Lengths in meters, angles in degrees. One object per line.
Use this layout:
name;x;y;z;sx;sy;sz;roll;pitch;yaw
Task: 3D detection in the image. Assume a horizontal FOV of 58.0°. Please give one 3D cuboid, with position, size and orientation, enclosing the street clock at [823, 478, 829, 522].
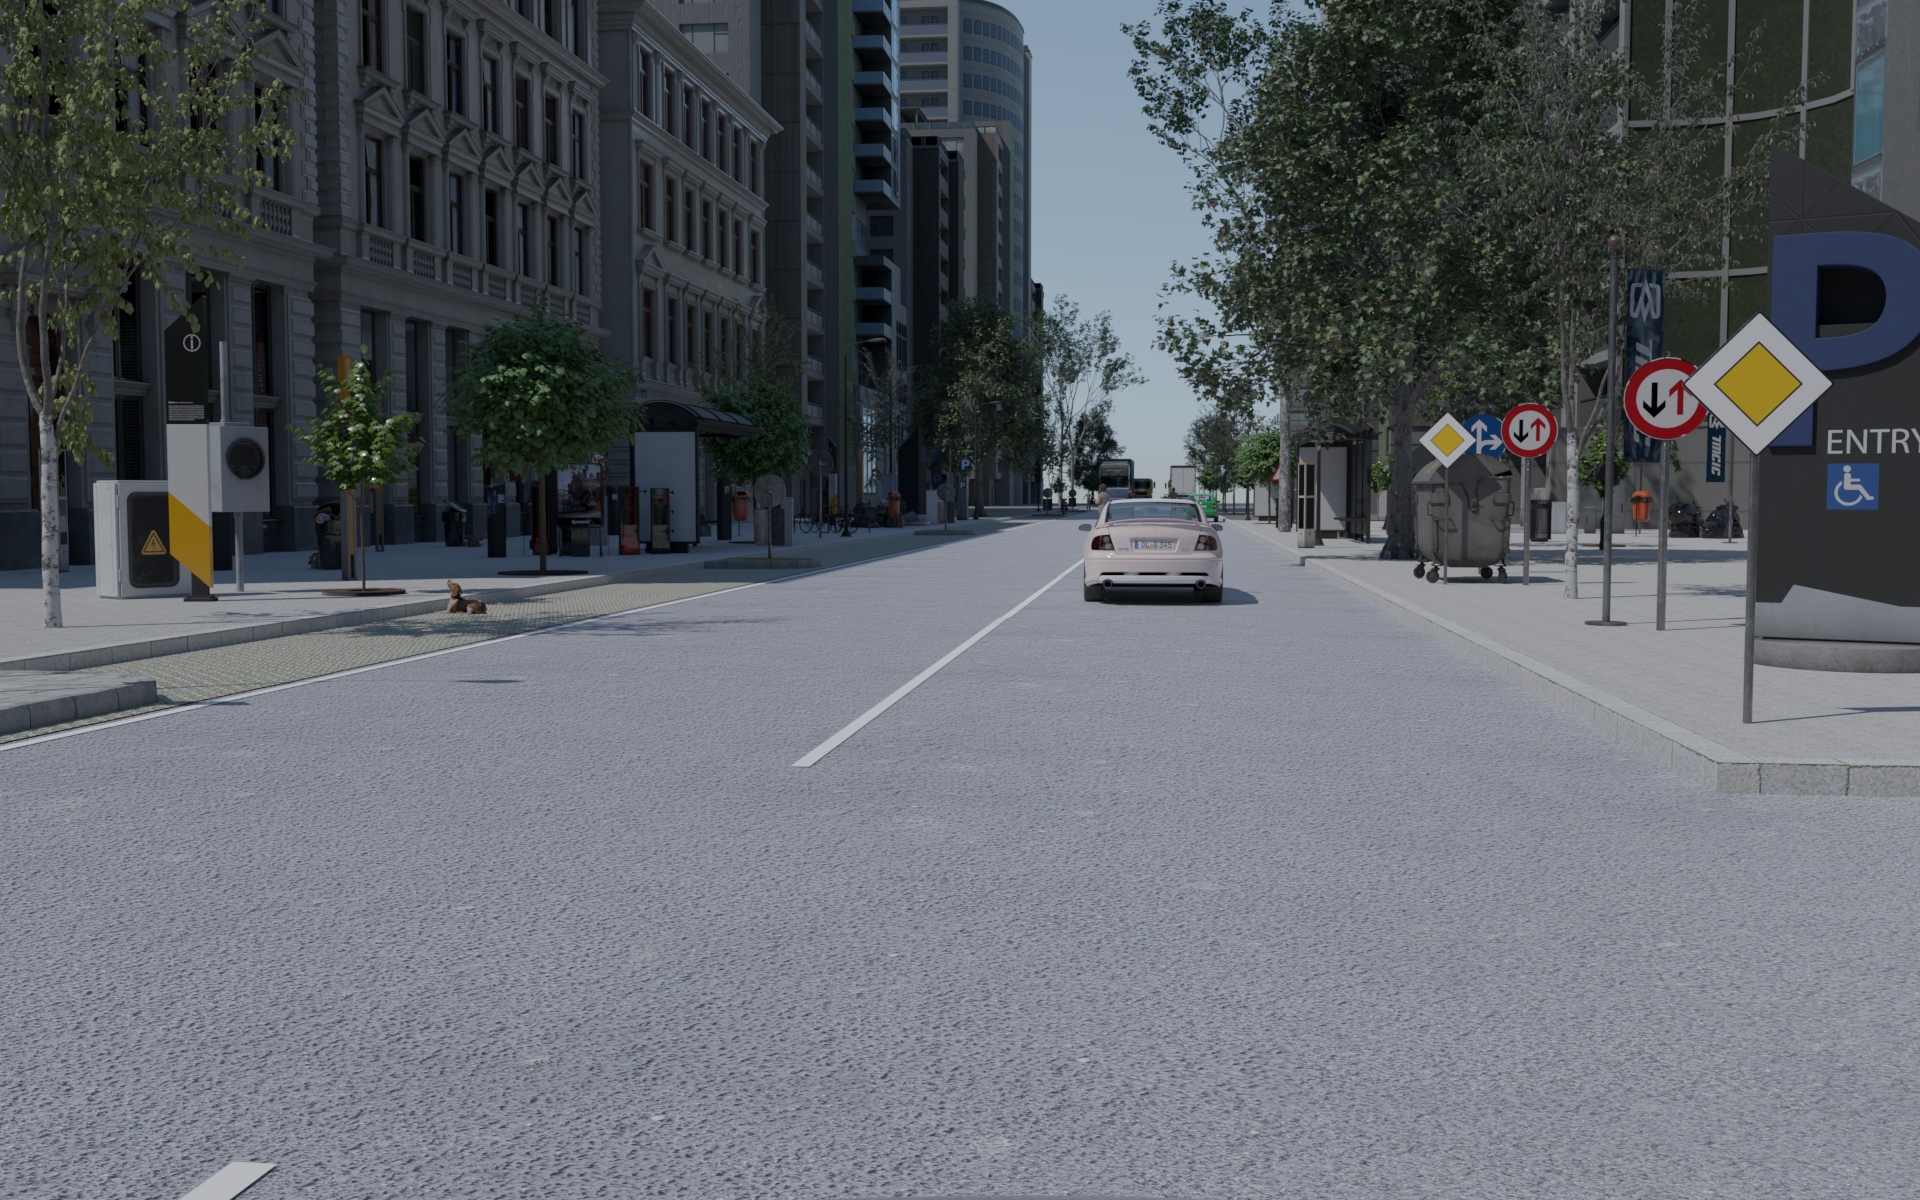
street clock;-5.988;-4.472;77.689;0.358;2.002;0.471;-1;4;-19

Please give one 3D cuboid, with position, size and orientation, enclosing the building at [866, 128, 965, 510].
building;-7.343;-22.548;140.359;14.160;30.474;14.107;0;4;7

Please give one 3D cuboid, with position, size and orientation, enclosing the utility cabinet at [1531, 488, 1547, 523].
utility cabinet;20.833;-3.289;62.451;0.318;1.500;1.173;0;4;3

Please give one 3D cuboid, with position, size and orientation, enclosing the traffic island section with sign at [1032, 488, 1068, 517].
traffic island section with sign;5.621;-6.200;109.999;1.989;1.847;2.006;0;4;7

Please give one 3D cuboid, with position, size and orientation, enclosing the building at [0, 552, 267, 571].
building;-20.484;-12.323;30.364;11.050;23.489;19.941;0;4;7

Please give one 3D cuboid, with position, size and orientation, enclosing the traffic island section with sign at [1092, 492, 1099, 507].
traffic island section with sign;15.692;-11.196;191.677;1.989;1.847;2.006;0;4;7

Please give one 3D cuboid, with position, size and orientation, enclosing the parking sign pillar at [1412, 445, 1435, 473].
parking sign pillar;21.679;-5.685;81.422;1.447;3.967;1.447;3;5;40

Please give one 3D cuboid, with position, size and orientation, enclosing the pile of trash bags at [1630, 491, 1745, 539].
pile of trash bags;21.412;-2.535;51.206;1.912;1.369;3.447;-3;4;-36

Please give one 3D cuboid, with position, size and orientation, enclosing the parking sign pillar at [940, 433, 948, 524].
parking sign pillar;-1.001;-5.347;75.887;1.447;3.967;1.447;0;4;-1

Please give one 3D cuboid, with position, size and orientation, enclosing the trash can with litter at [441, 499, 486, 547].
trash can with litter;-12.079;-1.885;42.204;1.055;1.170;0.624;1;4;10

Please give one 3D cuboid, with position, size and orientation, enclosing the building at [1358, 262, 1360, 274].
building;33.232;-20.998;115.010;14.160;30.474;14.107;0;4;7

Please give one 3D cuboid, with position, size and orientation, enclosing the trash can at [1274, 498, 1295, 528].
trash can;11.689;-3.107;62.458;0.748;1.137;0.748;0;3;0

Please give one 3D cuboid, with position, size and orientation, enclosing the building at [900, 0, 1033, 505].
building;-3.097;-40.669;206.929;21.231;58.520;28.212;0;4;7

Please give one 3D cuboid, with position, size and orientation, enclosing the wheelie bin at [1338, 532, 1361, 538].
wheelie bin;11.442;-2.620;50.749;0.693;1.594;0.980;-2;4;-26

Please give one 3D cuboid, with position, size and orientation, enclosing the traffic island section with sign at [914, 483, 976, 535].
traffic island section with sign;-0.483;-3.175;60.542;1.989;1.847;2.006;0;4;7

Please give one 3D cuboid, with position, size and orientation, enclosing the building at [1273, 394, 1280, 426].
building;52.388;-36.986;224.331;23.786;49.044;30.456;0;4;7

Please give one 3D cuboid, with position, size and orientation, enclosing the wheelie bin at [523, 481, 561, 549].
wheelie bin;-9.686;-1.986;40.383;0.980;1.594;0.693;0;4;3

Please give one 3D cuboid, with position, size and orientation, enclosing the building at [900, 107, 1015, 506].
building;-1.815;-30.672;185.077;14.154;41.232;14.086;0;4;7

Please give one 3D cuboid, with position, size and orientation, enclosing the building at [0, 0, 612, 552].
building;-18.163;-13.532;50.133;11.050;23.489;19.941;0;4;7

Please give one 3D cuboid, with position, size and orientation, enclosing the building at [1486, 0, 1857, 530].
building;32.250;-38.299;64.440;20.563;71.187;20.611;0;4;7

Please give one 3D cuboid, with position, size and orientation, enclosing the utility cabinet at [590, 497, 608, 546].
utility cabinet;-9.166;-1.983;43.588;0.306;1.237;1.020;-2;4;-29

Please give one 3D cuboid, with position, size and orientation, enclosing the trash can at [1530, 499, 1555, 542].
trash can;15.579;-2.134;46.544;0.748;1.137;0.748;0;3;0

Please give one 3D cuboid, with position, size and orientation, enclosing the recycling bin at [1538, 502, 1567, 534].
recycling bin;19.190;-2.662;56.081;0.722;1.027;0.722;0;4;3

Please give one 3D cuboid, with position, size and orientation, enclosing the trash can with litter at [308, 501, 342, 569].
trash can with litter;-10.872;-1.114;29.600;0.624;1.170;1.055;-3;5;-42

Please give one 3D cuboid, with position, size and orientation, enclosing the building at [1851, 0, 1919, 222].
building;30.427;-24.767;24.545;30.456;49.044;23.786;0;4;7

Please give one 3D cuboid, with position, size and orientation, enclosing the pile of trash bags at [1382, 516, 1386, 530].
pile of trash bags;16.895;-3.203;62.116;3.447;1.369;1.912;-2;4;-34

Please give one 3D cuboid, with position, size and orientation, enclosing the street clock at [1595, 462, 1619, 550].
street clock;14.775;-2.144;39.625;0.471;2.002;0.358;0;4;-6

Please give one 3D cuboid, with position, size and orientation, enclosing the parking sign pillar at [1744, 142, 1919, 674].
parking sign pillar;6.713;-1.498;12.965;1.447;3.967;1.447;2;4;32

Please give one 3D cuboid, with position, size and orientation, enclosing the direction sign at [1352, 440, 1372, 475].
direction sign;16.323;-4.808;70.600;0.876;3.537;0.379;1;4;18

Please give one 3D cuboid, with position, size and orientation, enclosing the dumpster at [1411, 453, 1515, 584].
dumpster;7.392;-1.206;25.482;1.264;1.857;1.865;0;4;7

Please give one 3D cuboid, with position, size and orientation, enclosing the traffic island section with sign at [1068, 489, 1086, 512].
traffic island section with sign;8.967;-7.859;137.119;1.989;1.847;2.006;0;4;7

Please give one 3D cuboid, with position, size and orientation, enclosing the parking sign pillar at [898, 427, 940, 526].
parking sign pillar;-1.942;-4.997;70.173;1.447;3.967;1.447;-3;5;-42

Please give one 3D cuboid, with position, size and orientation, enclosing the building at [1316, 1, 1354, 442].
building;42.463;-33.335;134.262;28.713;52.752;27.495;0;4;7

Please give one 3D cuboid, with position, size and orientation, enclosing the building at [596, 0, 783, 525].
building;-15.174;-14.330;70.456;11.583;22.565;21.152;0;4;7

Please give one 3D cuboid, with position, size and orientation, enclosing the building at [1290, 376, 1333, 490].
building;42.533;-30.855;188.080;14.154;41.232;14.086;0;4;7

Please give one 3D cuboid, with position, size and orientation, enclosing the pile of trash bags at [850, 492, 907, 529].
pile of trash bags;-2.920;-3.423;65.726;1.912;1.369;3.447;-1;4;-20

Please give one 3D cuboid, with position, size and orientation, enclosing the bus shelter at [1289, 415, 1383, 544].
bus shelter;10.102;-3.246;47.003;2.014;3.302;5.546;0;4;7

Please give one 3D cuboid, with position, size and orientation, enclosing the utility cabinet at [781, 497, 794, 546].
utility cabinet;-4.269;-1.938;42.852;0.306;1.237;1.020;0;4;-4

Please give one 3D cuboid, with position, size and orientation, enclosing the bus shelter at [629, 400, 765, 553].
bus shelter;-6.106;-2.814;39.938;2.014;3.302;5.546;0;4;7

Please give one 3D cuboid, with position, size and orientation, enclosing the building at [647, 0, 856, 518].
building;-13.917;-25.167;95.076;14.154;41.232;14.086;0;4;7

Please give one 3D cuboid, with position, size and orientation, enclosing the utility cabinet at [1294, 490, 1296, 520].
utility cabinet;15.870;-4.570;83.396;1.173;1.500;0.318;-2;4;-27

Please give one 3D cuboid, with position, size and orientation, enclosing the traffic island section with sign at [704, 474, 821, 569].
traffic island section with sign;-3.780;-1.539;33.788;1.989;1.847;2.006;0;4;7

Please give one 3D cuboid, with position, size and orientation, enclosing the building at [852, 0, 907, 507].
building;-15.082;-49.189;116.917;22.319;86.520;31.000;0;4;7

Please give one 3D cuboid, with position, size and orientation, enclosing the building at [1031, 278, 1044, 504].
building;3.551;-27.944;228.588;14.160;30.474;14.107;0;4;7

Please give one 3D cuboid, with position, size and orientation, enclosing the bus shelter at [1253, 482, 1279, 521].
bus shelter;14.361;-5.225;79.345;2.014;3.302;5.546;0;4;7
